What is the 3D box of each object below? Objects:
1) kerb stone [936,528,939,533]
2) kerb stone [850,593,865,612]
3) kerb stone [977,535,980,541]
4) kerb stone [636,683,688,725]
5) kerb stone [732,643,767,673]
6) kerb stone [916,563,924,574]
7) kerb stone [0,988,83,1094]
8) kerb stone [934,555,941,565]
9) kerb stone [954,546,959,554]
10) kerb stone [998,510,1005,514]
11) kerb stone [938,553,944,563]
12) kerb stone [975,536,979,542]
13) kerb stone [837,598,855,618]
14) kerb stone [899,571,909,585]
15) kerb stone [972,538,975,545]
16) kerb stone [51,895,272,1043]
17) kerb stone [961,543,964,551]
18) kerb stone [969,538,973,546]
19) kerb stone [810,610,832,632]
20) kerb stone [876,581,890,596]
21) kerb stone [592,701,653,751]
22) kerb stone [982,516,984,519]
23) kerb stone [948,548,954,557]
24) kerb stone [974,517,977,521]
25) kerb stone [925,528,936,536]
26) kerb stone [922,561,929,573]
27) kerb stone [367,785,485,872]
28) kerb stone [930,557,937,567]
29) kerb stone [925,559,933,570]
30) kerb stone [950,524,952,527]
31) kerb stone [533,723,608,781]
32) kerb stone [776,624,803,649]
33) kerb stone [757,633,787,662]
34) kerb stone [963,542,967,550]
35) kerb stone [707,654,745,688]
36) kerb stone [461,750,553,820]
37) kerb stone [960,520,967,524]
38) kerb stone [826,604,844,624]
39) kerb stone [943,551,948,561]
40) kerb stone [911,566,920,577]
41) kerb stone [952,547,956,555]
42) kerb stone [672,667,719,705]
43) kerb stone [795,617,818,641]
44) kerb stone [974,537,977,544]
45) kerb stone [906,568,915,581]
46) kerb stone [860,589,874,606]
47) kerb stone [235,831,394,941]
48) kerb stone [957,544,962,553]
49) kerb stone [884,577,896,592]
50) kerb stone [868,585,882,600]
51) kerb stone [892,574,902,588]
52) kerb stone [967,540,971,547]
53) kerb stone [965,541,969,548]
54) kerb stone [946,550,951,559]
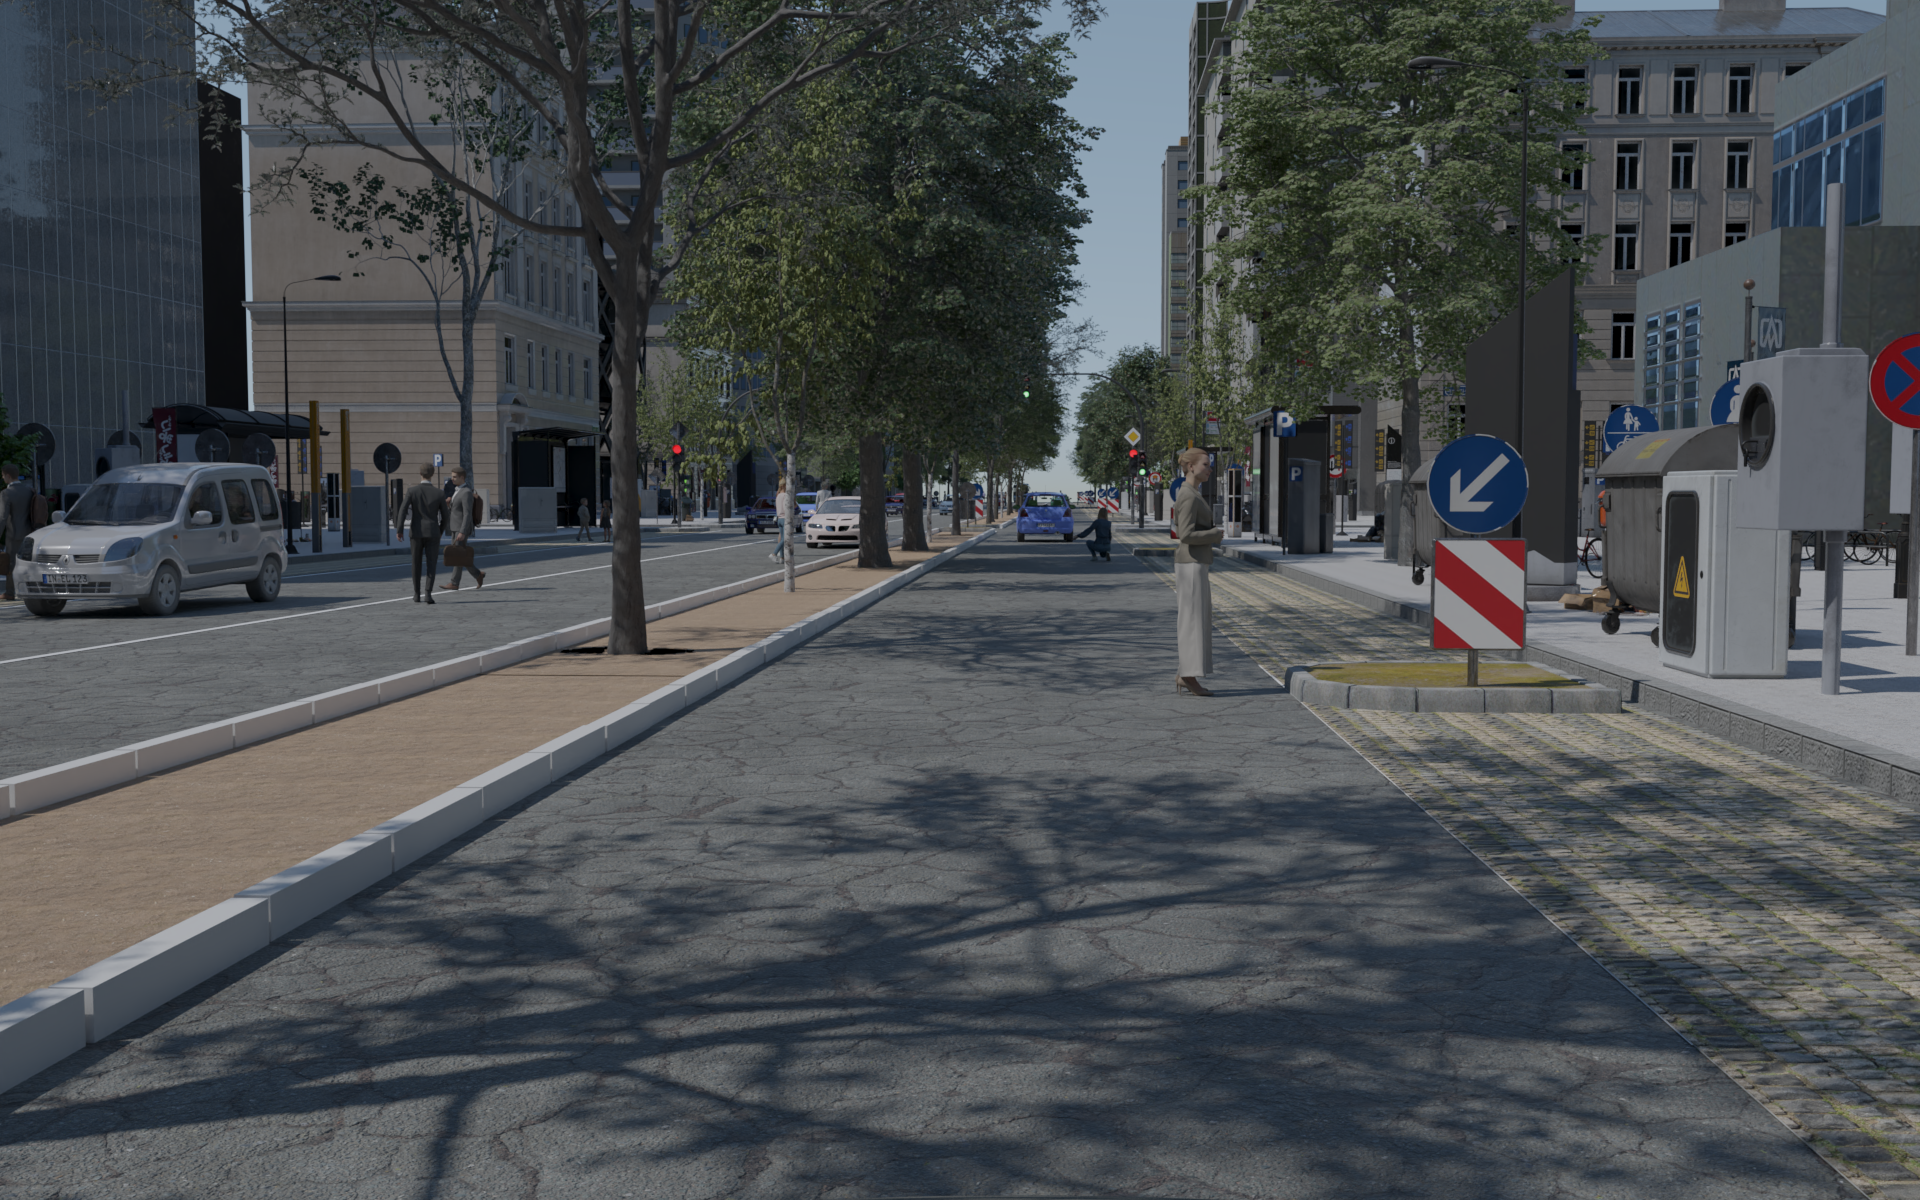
[{"bbox_3d":[-0.858,-2.587,64.492,0.120,0.150,1.000,0,4,3],"label":"kerb stone"},{"bbox_3d":[-1.318,0.051,21.384,0.120,0.150,1.000,0,4,3],"label":"kerb stone"},{"bbox_3d":[0.444,-1.759,51.057,0.120,0.150,1.000,0,4,3],"label":"kerb stone"},{"bbox_3d":[-1.938,0.680,11.152,0.120,0.150,1.000,0,4,3],"label":"kerb stone"},{"bbox_3d":[-1.755,0.488,14.216,0.120,0.150,1.000,0,4,3],"label":"kerb stone"},{"bbox_3d":[-0.780,-0.514,30.591,0.120,0.150,1.000,0,4,3],"label":"kerb stone"},{"bbox_3d":[-2.358,1.113,3.996,0.120,0.150,1.000,0,4,3],"label":"kerb stone"},{"bbox_3d":[-0.526,-0.764,34.686,0.120,0.150,1.000,0,4,3],"label":"kerb stone"},{"bbox_3d":[-0.164,-1.134,40.834,0.120,0.150,1.000,0,4,3],"label":"kerb stone"},{"bbox_3d":[3.196,-6.750,132.563,0.120,0.150,1.000,0,4,3],"label":"kerb stone"},{"bbox_3d":[-0.473,-0.827,35.712,0.120,0.150,1.000,0,4,3],"label":"kerb stone"},{"bbox_3d":[0.388,-1.703,50.036,0.120,0.150,1.000,0,4,3],"label":"kerb stone"},{"bbox_3d":[-1.382,0.113,20.351,0.120,0.150,1.000,0,4,3],"label":"kerb stone"},{"bbox_3d":[-0.961,-0.325,27.521,0.120,0.150,1.000,0,4,3],"label":"kerb stone"},{"bbox_3d":[0.263,-1.571,47.986,0.120,0.150,1.000,0,4,3],"label":"kerb stone"},{"bbox_3d":[-2.289,1.054,5.016,0.120,0.150,1.000,0,4,3],"label":"kerb stone"},{"bbox_3d":[-0.045,-1.265,42.875,0.120,0.150,1.000,0,4,3],"label":"kerb stone"},{"bbox_3d":[0.206,-1.515,46.965,0.120,0.150,1.000,0,4,3],"label":"kerb stone"},{"bbox_3d":[-1.505,0.238,18.300,0.120,0.150,1.000,0,4,3],"label":"kerb stone"},{"bbox_3d":[-1.136,-0.137,24.456,0.120,0.150,1.000,0,4,3],"label":"kerb stone"},{"bbox_3d":[-1.991,0.743,10.130,0.120,0.150,1.000,0,4,3],"label":"kerb stone"},{"bbox_3d":[1.132,-4.624,97.797,0.120,0.150,1.000,0,4,3],"label":"kerb stone"},{"bbox_3d":[-0.289,-1.011,38.788,0.120,0.150,1.000,0,4,3],"label":"kerb stone"},{"bbox_3d":[0.694,-4.186,90.636,0.120,0.150,1.000,0,4,3],"label":"kerb stone"},{"bbox_3d":[-1.042,-2.394,61.414,0.120,0.150,1.000,0,4,3],"label":"kerb stone"},{"bbox_3d":[-0.708,-0.576,31.613,0.120,0.150,1.000,0,4,3],"label":"kerb stone"},{"bbox_3d":[-2.172,0.926,7.060,0.120,0.150,1.000,0,4,3],"label":"kerb stone"},{"bbox_3d":[-0.596,-0.701,33.658,0.120,0.150,1.000,0,4,3],"label":"kerb stone"},{"bbox_3d":[-0.650,-0.639,32.638,0.120,0.150,1.000,0,4,3],"label":"kerb stone"},{"bbox_3d":[-0.219,-3.247,75.301,0.120,0.150,1.000,0,4,3],"label":"kerb stone"},{"bbox_3d":[-2.058,0.800,9.110,0.120,0.150,1.000,0,4,3],"label":"kerb stone"},{"bbox_3d":[-1.633,0.363,16.257,0.120,0.150,1.000,0,4,3],"label":"kerb stone"},{"bbox_3d":[-1.681,0.428,15.236,0.120,0.150,1.000,0,4,3],"label":"kerb stone"},{"bbox_3d":[0.019,-1.327,43.896,0.120,0.150,1.000,0,4,3],"label":"kerb stone"},{"bbox_3d":[-1.808,0.552,13.195,0.120,0.150,1.000,0,4,3],"label":"kerb stone"},{"bbox_3d":[-2.118,0.863,8.086,0.120,0.150,1.000,0,4,3],"label":"kerb stone"},{"bbox_3d":[0.209,-3.678,82.461,0.120,0.150,1.000,0,4,3],"label":"kerb stone"},{"bbox_3d":[-1.444,0.183,19.320,0.120,0.150,1.000,0,4,3],"label":"kerb stone"},{"bbox_3d":[-0.405,-0.890,36.742,0.120,0.150,1.000,0,4,3],"label":"kerb stone"},{"bbox_3d":[-0.835,-0.446,29.571,0.120,0.150,1.000,0,4,3],"label":"kerb stone"},{"bbox_3d":[-0.231,-1.077,39.810,0.120,0.150,1.000,0,4,3],"label":"kerb stone"},{"bbox_3d":[-1.874,0.613,12.172,0.120,0.150,1.000,0,4,3],"label":"kerb stone"},{"bbox_3d":[-1.570,0.302,17.279,0.120,0.150,1.000,0,4,3],"label":"kerb stone"},{"bbox_3d":[0.316,-1.640,49.007,0.120,0.150,1.000,0,4,3],"label":"kerb stone"},{"bbox_3d":[-0.892,-0.389,28.550,0.120,0.150,1.000,0,4,3],"label":"kerb stone"},{"bbox_3d":[-1.261,-0.010,22.410,0.120,0.150,1.000,0,4,3],"label":"kerb stone"},{"bbox_3d":[-2.234,0.988,6.040,0.120,0.150,1.000,0,4,3],"label":"kerb stone"},{"bbox_3d":[-0.102,-1.202,41.855,0.120,0.150,1.000,0,4,3],"label":"kerb stone"},{"bbox_3d":[-1.081,-0.201,25.477,0.120,0.150,1.000,0,4,3],"label":"kerb stone"},{"bbox_3d":[-1.205,-0.073,23.431,0.120,0.150,1.000,0,4,3],"label":"kerb stone"},{"bbox_3d":[-1.027,-0.262,26.501,0.120,0.150,1.000,0,4,3],"label":"kerb stone"},{"bbox_3d":[0.141,-1.448,45.938,0.120,0.150,1.000,0,4,3],"label":"kerb stone"},{"bbox_3d":[0.076,-1.390,44.916,0.120,0.150,1.000,0,4,3],"label":"kerb stone"},{"bbox_3d":[-0.339,-0.952,37.762,0.120,0.150,1.000,0,4,3],"label":"kerb stone"}]
